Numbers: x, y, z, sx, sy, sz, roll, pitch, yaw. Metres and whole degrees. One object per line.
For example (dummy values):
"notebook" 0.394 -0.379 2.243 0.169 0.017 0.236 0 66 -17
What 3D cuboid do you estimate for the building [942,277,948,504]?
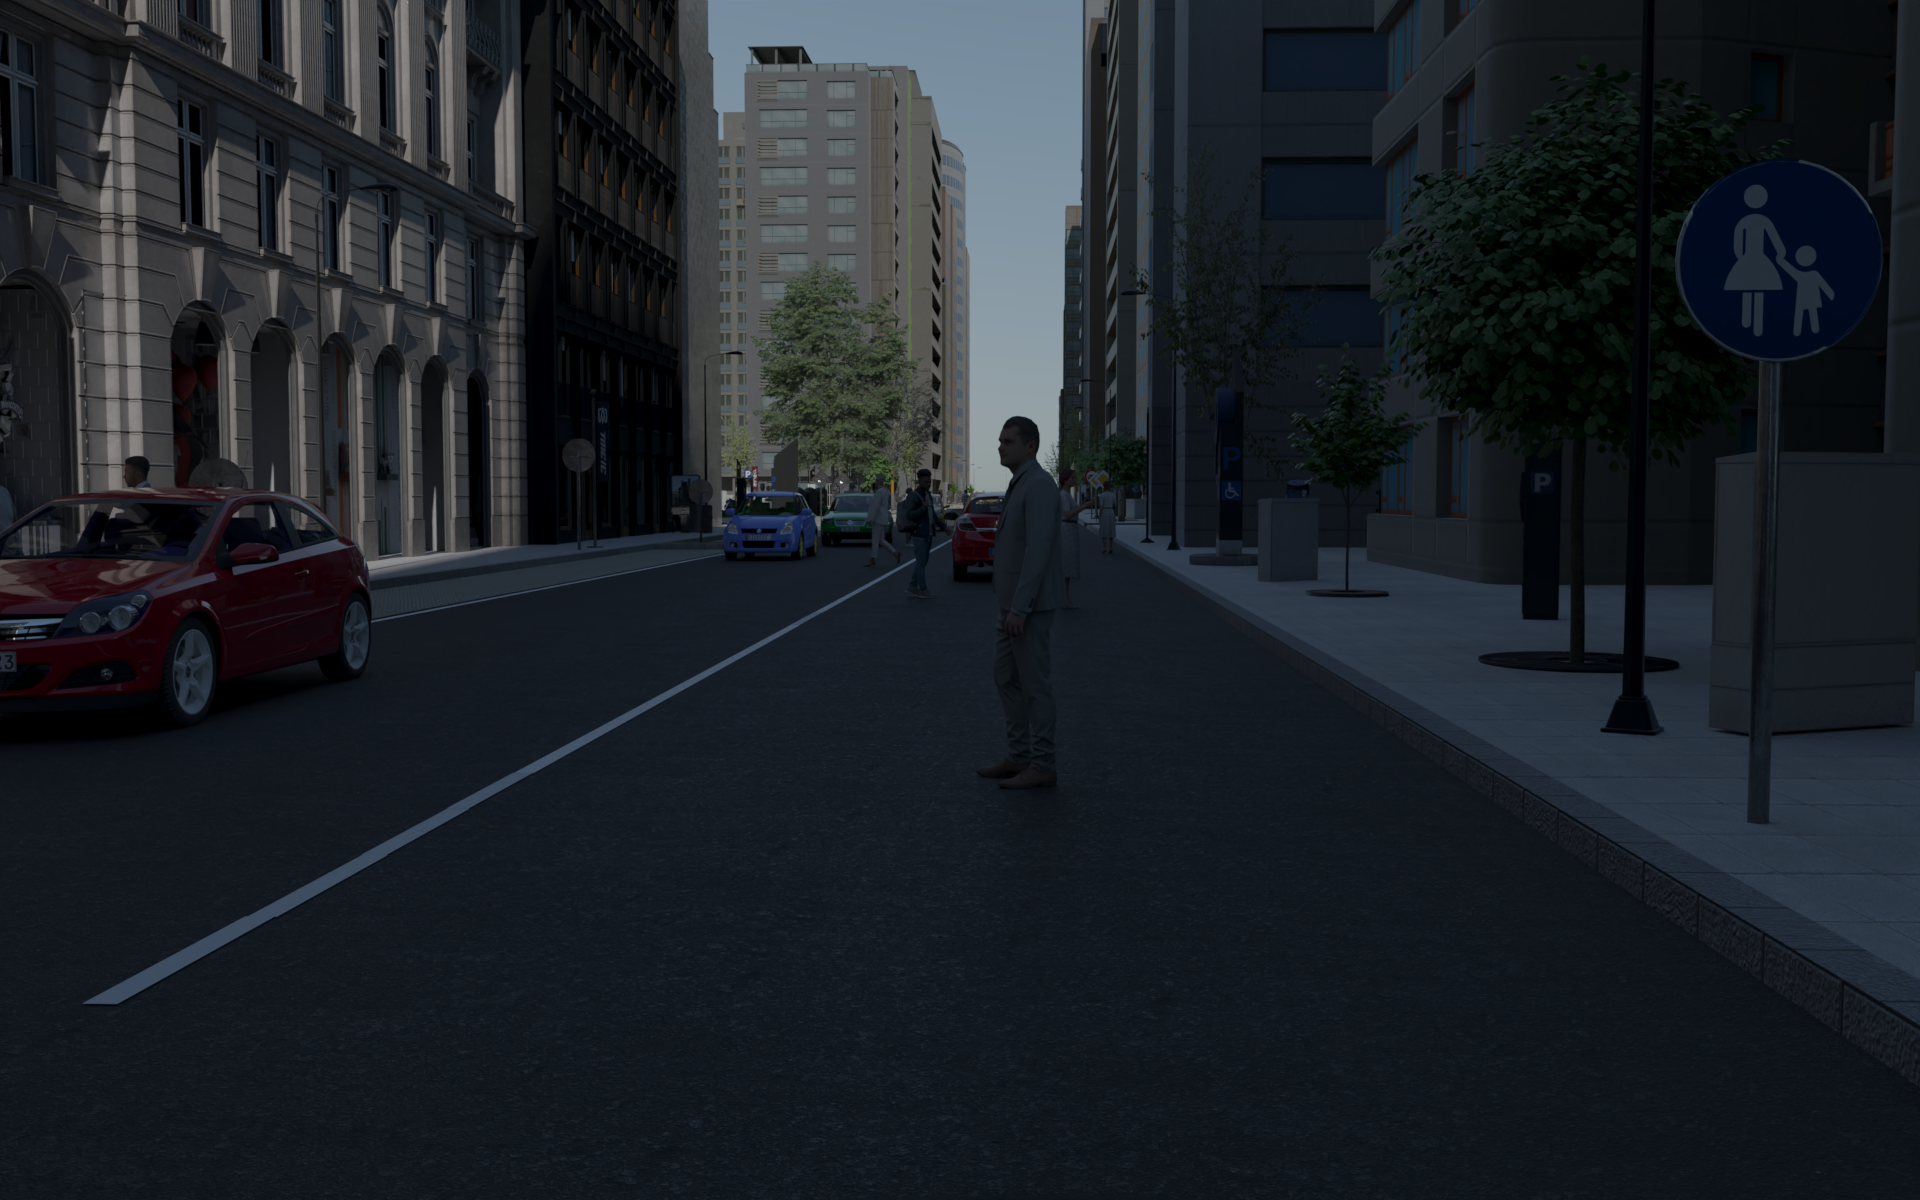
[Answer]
"building" -8.973 -27.550 222.143 14.160 30.474 14.107 0 4 2

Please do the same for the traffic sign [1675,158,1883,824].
"traffic sign" 3.119 -0.403 6.689 0.768 2.556 0.104 0 4 3

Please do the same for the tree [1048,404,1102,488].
"tree" 9.837 -11.671 141.177 4.737 8.622 4.395 0 3 0

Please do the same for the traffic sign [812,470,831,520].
"traffic sign" -5.675 -4.108 70.803 0.795 2.450 0.064 0 4 2

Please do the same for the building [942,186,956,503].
"building" -8.580 -36.399 245.240 14.600 45.320 14.200 0 4 2

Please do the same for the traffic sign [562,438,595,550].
"traffic sign" -8.735 -2.420 39.668 0.768 2.556 0.104 0 4 3

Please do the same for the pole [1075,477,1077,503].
"pole" 7.950 -7.642 118.788 0.158 3.312 0.155 0 3 0

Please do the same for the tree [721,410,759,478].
"tree" -19.258 -12.250 150.646 4.737 8.622 4.395 0 3 0

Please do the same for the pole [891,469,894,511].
"pole" -5.053 -8.304 129.612 0.158 3.312 0.155 0 3 0

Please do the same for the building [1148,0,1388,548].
"building" 16.477 -31.273 53.315 21.231 58.520 28.212 0 4 2

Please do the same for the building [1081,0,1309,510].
"building" 23.316 -39.155 182.175 21.231 58.520 28.212 0 4 2

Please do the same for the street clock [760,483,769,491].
"street clock" -13.070 -6.734 114.663 0.358 2.002 0.471 0 4 7

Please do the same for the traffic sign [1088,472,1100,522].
"traffic sign" 6.156 -4.564 78.260 0.795 2.450 0.064 0 4 2

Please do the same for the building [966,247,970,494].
"building" -5.455 -39.948 303.266 14.600 45.320 14.200 0 4 2

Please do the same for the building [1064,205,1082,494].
"building" 21.923 -34.446 246.788 14.154 41.232 14.086 0 4 2

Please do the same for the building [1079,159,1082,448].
"building" 25.978 -36.211 211.655 23.786 49.044 30.456 0 4 2

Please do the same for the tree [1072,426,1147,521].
"tree" 7.968 -6.133 83.983 4.285 4.588 4.351 0 3 0

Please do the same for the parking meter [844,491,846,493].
"parking meter" -8.206 -7.140 125.143 0.372 1.533 0.369 0 3 0

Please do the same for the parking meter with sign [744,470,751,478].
"parking meter with sign" -16.117 -8.083 128.410 0.543 3.016 1.738 -2 4 -35

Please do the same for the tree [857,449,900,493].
"tree" -5.854 -8.191 117.633 4.285 4.588 4.351 0 3 0

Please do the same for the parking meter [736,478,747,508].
"parking meter" -7.869 -3.470 62.453 0.255 1.863 0.399 1 4 17

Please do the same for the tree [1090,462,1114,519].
"tree" 7.421 -5.803 89.473 1.663 3.219 1.824 0 3 0

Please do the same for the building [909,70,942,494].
"building" -13.327 -35.414 202.718 21.300 48.544 21.600 0 4 2

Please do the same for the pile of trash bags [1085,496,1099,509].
"pile of trash bags" 10.601 -8.498 148.694 1.912 1.369 3.447 -1 4 -21

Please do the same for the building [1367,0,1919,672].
"building" 21.022 -10.562 17.724 27.650 21.520 28.899 0 4 2

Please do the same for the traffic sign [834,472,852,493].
"traffic sign" -5.326 -4.596 78.780 0.795 2.450 0.064 0 4 2

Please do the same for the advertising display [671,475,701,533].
"advertising display" -9.043 -3.177 57.151 0.974 1.923 0.123 0 4 -4

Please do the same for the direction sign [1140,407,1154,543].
"direction sign" 4.922 -3.269 45.448 0.379 3.537 0.876 0 4 7

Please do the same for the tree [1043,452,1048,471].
"tree" 13.500 -17.569 237.614 4.737 8.622 4.395 0 3 0

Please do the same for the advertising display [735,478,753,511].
"advertising display" -8.589 -3.896 68.905 0.974 1.923 0.123 3 5 42

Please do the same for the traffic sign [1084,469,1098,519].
"traffic sign" 6.698 -5.376 88.003 0.768 2.556 0.104 0 4 4

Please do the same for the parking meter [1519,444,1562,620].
"parking meter" 5.924 -0.734 17.704 0.399 1.863 0.255 1 4 17

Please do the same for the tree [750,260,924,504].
"tree" -6.765 -11.464 94.097 9.857 13.997 8.962 0 3 0

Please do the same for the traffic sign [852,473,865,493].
"traffic sign" -5.997 -6.245 102.207 0.768 2.556 0.104 0 4 5

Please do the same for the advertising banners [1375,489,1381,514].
"advertising banners" 28.092 -7.276 115.143 0.090 3.025 2.074 2 4 31

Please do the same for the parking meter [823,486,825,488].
"parking meter" -8.879 -6.467 111.439 0.399 1.863 0.255 0 4 2

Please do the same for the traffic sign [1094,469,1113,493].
"traffic sign" 5.807 -4.076 70.282 0.795 2.450 0.064 0 4 2

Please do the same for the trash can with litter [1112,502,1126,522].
"trash can with litter" 7.146 -4.205 80.135 1.055 1.170 0.624 -2 4 -29

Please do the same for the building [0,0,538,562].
"building" -17.142 -11.592 31.327 13.314 21.916 24.055 0 4 2

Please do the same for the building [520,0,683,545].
"building" -15.975 -13.546 51.158 12.332 23.373 15.834 0 4 2

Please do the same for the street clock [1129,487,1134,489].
"street clock" 12.508 -7.469 126.688 0.471 2.002 0.358 0 4 -2

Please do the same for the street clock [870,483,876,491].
"street clock" -5.614 -6.650 113.296 0.471 2.002 0.358 3 5 45

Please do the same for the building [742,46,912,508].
"building" -11.984 -29.193 160.908 14.154 41.232 14.086 0 4 2

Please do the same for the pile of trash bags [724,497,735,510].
"pile of trash bags" -11.494 -5.266 95.846 3.447 1.369 1.912 0 4 4

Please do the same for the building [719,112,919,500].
"building" -19.772 -29.884 180.477 32.217 40.220 23.993 0 4 2

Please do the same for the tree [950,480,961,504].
"tree" -0.935 -14.463 231.064 1.663 3.219 1.824 0 3 0

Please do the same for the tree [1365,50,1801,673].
"tree" 4.753 -1.789 12.967 4.285 4.588 4.351 0 3 0

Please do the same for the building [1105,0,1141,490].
"building" 22.850 -31.514 138.962 21.300 48.544 21.600 0 4 2

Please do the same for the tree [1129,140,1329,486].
"tree" 5.497 -5.248 36.170 4.360 8.622 3.978 0 3 0

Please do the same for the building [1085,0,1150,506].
"building" 18.776 -31.245 160.967 14.600 45.320 14.200 0 4 2

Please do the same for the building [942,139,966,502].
"building" -10.106 -45.253 281.879 21.231 58.520 28.212 0 4 2

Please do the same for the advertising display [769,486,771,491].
"advertising display" -15.085 -8.222 139.636 0.123 1.923 0.974 2 4 31

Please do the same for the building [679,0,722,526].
"building" -18.277 -12.845 64.760 16.860 20.320 10.420 0 4 2

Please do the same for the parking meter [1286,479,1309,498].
"parking meter" 5.548 -1.228 28.486 0.372 1.533 0.369 0 3 0

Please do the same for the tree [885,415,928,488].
"tree" -4.611 -12.318 151.753 4.737 8.622 4.395 0 3 0

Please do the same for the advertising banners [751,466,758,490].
"advertising banners" -12.320 -6.892 108.867 0.090 3.025 2.074 3 5 43

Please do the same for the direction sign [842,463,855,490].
"direction sign" -6.542 -6.772 102.712 0.876 3.537 0.379 -1 4 -12

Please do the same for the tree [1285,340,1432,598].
"tree" 4.867 -1.675 21.982 1.663 3.219 1.824 0 3 0

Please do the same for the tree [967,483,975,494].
"tree" 1.740 -17.986 288.664 1.663 3.219 1.824 0 3 0

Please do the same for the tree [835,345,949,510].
"tree" -5.479 -13.976 138.880 12.009 13.543 11.850 0 3 0
